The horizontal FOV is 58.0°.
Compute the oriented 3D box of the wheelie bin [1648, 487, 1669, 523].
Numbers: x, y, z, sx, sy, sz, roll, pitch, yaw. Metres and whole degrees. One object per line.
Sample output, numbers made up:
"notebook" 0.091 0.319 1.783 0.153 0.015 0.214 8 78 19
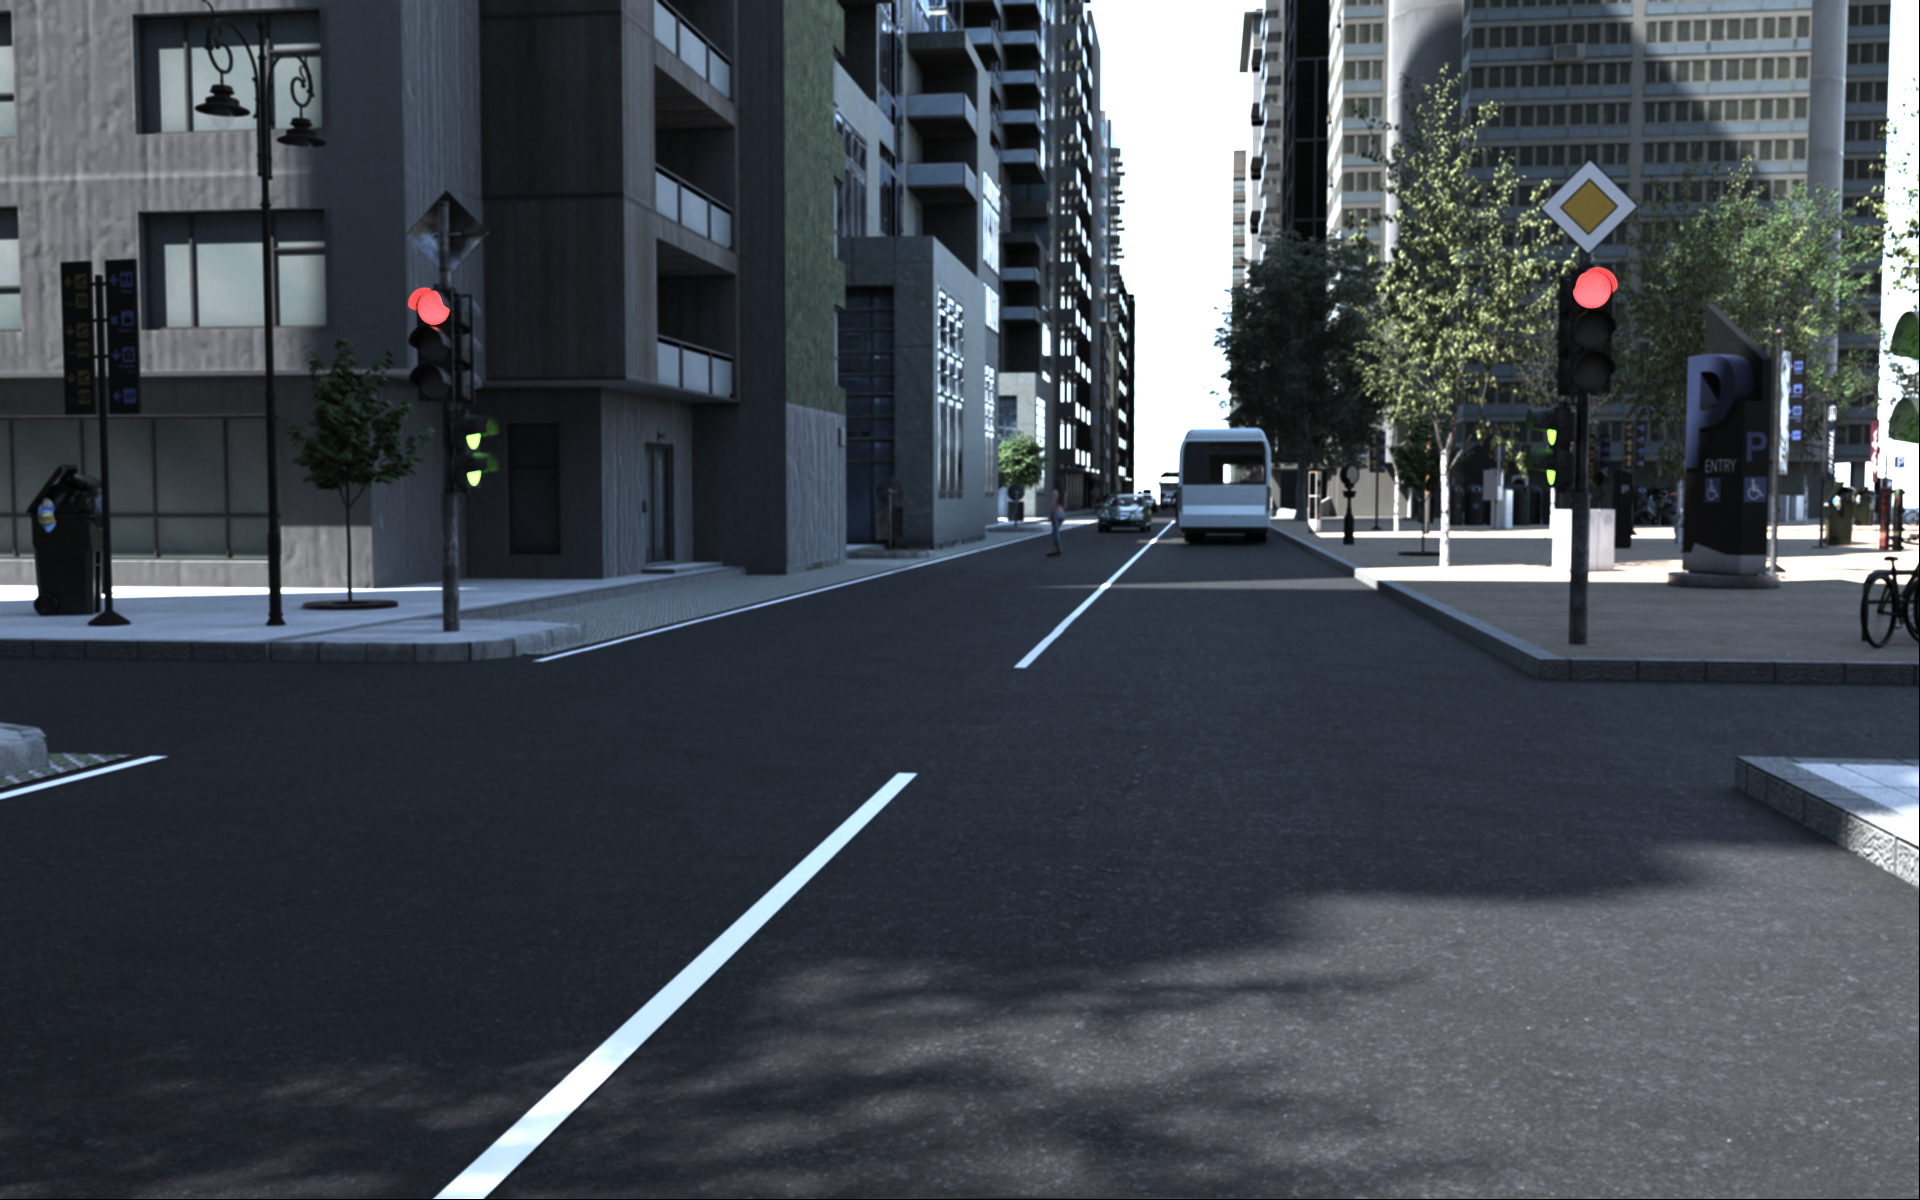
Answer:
"wheelie bin" 31.033 -4.218 76.869 0.980 1.594 0.693 -2 4 -30

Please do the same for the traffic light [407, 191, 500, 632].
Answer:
"traffic light" -4.745 -1.662 16.093 0.839 4.253 0.868 0 4 8

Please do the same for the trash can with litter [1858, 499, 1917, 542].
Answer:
"trash can with litter" 25.488 -2.213 47.234 1.678 1.210 2.233 2 4 25

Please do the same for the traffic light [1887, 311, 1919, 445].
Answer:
"traffic light" 4.162 -1.094 6.802 0.839 4.253 0.868 0 4 8

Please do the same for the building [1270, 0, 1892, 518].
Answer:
"building" 33.974 -24.904 99.057 32.217 40.220 23.993 0 4 8

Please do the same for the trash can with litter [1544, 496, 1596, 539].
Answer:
"trash can with litter" 17.463 -2.330 49.151 1.678 1.210 2.233 1 4 14

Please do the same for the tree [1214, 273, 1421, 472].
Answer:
"tree" 14.996 -8.439 72.391 8.767 10.594 7.601 0 4 3

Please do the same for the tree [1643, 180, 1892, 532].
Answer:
"tree" 27.263 -8.139 58.821 9.928 11.665 9.643 0 3 0

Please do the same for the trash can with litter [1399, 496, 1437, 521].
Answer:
"trash can with litter" 22.175 -4.498 84.592 1.678 1.210 2.233 -1 4 -17

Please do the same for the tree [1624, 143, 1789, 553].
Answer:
"tree" 15.971 -5.322 37.378 4.737 8.622 4.395 0 3 0

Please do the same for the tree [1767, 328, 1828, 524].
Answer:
"tree" 35.766 -7.504 73.056 4.360 8.622 3.978 0 3 0

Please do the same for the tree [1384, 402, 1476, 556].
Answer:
"tree" 9.692 -2.562 36.487 1.663 3.219 1.824 0 3 0

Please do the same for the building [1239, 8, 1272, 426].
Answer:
"building" 44.388 -36.457 185.311 28.713 52.752 27.495 0 4 8

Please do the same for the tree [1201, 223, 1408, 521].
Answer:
"tree" 16.432 -10.753 82.465 9.857 13.997 8.962 0 3 0

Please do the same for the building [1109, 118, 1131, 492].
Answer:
"building" 9.498 -36.657 218.957 23.786 49.044 30.456 0 4 8

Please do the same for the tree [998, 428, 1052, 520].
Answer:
"tree" 2.965 -6.300 86.715 4.285 4.588 4.351 0 3 0

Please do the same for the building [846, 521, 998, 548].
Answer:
"building" -9.572 -45.571 57.758 22.319 86.520 31.000 0 4 8

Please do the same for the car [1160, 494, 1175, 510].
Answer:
"car" 19.745 -9.145 161.314 2.131 1.459 4.920 1 4 10

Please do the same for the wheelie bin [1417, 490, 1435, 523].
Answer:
"wheelie bin" 20.632 -4.201 76.587 0.693 1.594 0.980 0 4 -2

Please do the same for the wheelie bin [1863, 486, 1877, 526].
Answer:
"wheelie bin" 36.232 -3.755 69.301 0.980 1.594 0.693 -3 5 -42

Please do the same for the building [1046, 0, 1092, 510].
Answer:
"building" -1.201 -31.707 138.011 23.786 49.044 30.456 0 4 8

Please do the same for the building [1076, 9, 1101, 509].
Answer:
"building" 5.612 -31.166 159.676 14.600 45.320 14.200 0 4 8

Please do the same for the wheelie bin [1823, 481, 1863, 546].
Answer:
"wheelie bin" 21.967 -2.162 43.249 0.693 1.594 0.980 1 4 15

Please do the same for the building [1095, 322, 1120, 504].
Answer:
"building" 2.964 -21.099 190.005 27.650 21.520 28.899 0 4 8

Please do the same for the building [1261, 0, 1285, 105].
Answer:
"building" 36.814 -32.232 146.602 23.786 49.044 30.456 0 4 8

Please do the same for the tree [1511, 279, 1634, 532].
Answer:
"tree" 20.311 -6.623 58.645 4.360 8.622 3.978 0 3 0

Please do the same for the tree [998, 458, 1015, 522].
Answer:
"tree" 1.446 -5.293 81.142 1.663 3.219 1.824 0 3 0

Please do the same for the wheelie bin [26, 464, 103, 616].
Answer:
"wheelie bin" -9.523 -0.651 18.545 0.693 1.594 0.980 -1 4 -14

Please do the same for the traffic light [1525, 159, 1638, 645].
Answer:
"traffic light" 5.271 -1.577 14.710 0.839 4.253 0.868 0 4 8

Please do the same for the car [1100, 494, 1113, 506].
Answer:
"car" 11.522 -7.410 130.941 2.009 1.686 4.222 0 4 6

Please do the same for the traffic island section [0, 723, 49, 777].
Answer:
"traffic island section" -5.892 0.854 8.325 2.009 0.180 2.903 0 4 8

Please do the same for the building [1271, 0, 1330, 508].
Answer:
"building" 31.249 -41.756 120.969 20.563 71.187 20.611 0 4 8

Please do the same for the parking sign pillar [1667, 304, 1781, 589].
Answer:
"parking sign pillar" 10.609 -2.171 23.967 1.447 3.967 1.447 -1 4 -11

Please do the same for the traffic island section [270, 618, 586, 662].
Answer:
"traffic island section" -4.783 0.370 16.233 2.009 0.180 2.903 0 4 8

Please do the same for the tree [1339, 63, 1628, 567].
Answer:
"tree" 8.523 -4.865 29.912 4.737 8.622 4.395 0 3 0

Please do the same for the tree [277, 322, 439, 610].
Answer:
"tree" -6.968 -1.518 19.427 1.663 3.219 1.824 0 3 0

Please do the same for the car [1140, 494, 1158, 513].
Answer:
"car" 14.564 -7.706 135.781 2.009 1.686 4.222 1 4 10

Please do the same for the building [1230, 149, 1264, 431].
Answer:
"building" 39.485 -32.033 207.329 14.154 41.232 14.086 0 4 8

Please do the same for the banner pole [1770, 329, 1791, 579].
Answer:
"banner pole" 12.563 -2.233 26.525 0.401 3.779 0.863 3 5 41

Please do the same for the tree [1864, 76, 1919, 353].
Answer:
"tree" 16.780 -4.774 28.418 4.737 8.622 4.395 0 3 0

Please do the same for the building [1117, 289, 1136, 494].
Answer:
"building" 17.101 -28.698 240.919 14.160 30.474 14.107 0 4 8

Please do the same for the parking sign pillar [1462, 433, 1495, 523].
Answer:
"parking sign pillar" 23.020 -5.410 76.925 1.447 3.967 1.447 0 4 5

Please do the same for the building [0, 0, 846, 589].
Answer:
"building" -10.227 -21.092 28.450 14.154 41.232 14.086 0 4 8

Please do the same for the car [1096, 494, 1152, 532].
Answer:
"car" 6.344 -3.343 66.460 2.131 1.459 4.920 1 4 10

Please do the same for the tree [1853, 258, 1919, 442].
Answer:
"tree" 28.686 -6.160 51.086 4.360 8.622 3.978 0 3 0

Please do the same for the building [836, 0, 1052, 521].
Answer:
"building" -4.914 -48.538 106.270 22.319 86.520 31.000 0 4 8
